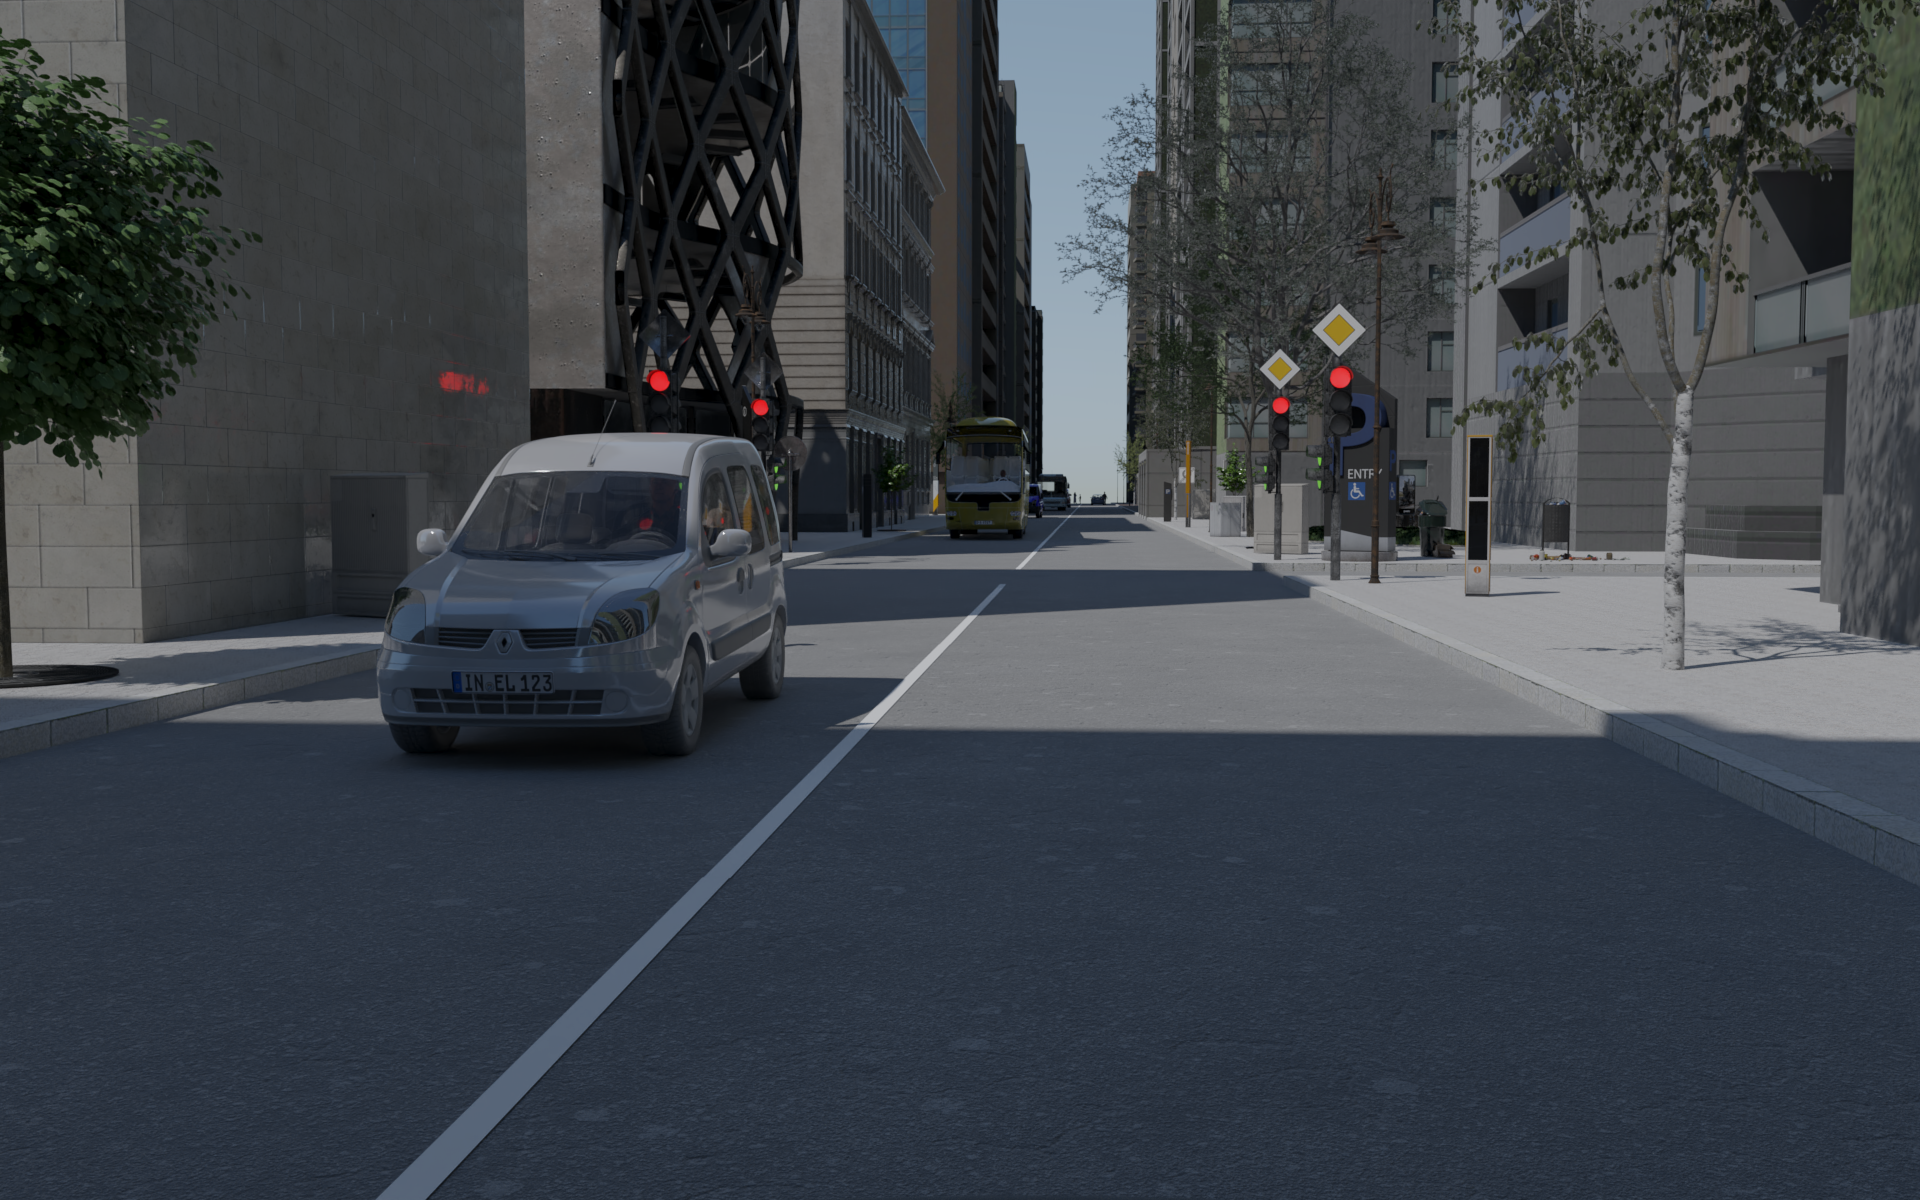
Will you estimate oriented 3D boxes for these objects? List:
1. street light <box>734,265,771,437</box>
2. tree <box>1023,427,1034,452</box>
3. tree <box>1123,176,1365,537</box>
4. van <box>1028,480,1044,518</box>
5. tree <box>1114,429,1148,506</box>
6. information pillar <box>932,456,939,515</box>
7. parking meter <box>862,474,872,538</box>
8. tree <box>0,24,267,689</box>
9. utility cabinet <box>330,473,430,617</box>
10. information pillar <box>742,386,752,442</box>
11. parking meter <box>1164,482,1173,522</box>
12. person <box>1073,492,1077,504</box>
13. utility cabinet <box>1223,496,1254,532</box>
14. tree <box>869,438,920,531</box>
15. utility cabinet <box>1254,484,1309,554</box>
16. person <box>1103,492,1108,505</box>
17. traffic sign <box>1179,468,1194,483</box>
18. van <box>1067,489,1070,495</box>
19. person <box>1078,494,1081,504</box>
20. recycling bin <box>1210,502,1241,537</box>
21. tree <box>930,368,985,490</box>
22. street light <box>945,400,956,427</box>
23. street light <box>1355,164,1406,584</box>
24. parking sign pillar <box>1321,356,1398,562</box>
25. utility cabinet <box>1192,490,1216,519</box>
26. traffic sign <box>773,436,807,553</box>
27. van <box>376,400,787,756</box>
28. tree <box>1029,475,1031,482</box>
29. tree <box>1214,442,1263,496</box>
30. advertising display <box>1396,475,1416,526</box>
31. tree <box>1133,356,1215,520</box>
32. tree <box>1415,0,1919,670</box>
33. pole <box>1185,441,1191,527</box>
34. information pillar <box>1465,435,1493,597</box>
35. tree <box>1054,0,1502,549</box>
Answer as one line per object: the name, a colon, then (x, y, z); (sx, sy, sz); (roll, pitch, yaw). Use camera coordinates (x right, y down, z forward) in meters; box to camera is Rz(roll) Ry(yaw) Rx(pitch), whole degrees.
street light: (-4.188, -3.814, 35.143); (0.468, 5.910, 1.993); (0, 4, 4)
tree: (5.956, -14.424, 186.198); (4.737, 8.622, 4.395); (0, 3, 0)
tree: (8.356, -7.154, 51.381); (7.601, 10.594, 8.767); (-1, 4, -14)
van: (3.970, -6.113, 104.335); (2.240, 2.365, 5.245); (0, 4, 5)
tree: (19.274, -14.877, 193.605); (4.737, 8.622, 4.395); (0, 3, 0)
information pillar: (-1.480, -7.045, 106.546); (0.183, 3.616, 0.504); (-3, 4, -37)
parking meter: (-2.746, -2.775, 51.087); (0.255, 1.863, 0.399); (-1, 4, -11)
tree: (-6.555, -1.725, 11.918); (4.285, 4.588, 4.351); (0, 3, 0)
utility cabinet: (-6.032, -0.569, 17.983); (1.173, 1.500, 0.318); (2, 4, 32)
information pillar: (-4.564, -2.813, 37.340); (0.183, 3.616, 0.504); (-2, 4, -28)
parking meter: (9.612, -4.543, 79.994); (0.399, 1.863, 0.255); (0, 4, 8)
person: (17.358, -15.425, 261.366); (0.621, 1.740, 0.551); (3, 4, 38)
utility cabinet: (9.550, -2.945, 59.319); (1.020, 1.237, 0.306); (2, 4, 26)
tree: (-2.363, -3.979, 59.651); (1.663, 3.219, 1.824); (0, 3, 0)
utility cabinet: (6.858, -1.732, 37.004); (1.173, 1.500, 0.318); (3, 5, 42)
person: (18.790, -13.199, 224.851); (0.434, 1.755, 0.990); (-3, 5, -43)
traffic sign: (8.772, -3.970, 67.035); (0.606, 2.300, 0.079); (1, 4, 8)
van: (12.231, -12.473, 208.321); (2.240, 2.365, 5.245); (0, 4, 6)
person: (17.123, -14.401, 247.214); (0.557, 1.426, 1.065); (-1, 4, -17)
recycling bin: (7.971, -2.413, 52.009); (0.722, 1.027, 0.722); (-1, 4, -17)
tree: (-0.649, -9.153, 100.021); (4.737, 8.622, 4.395); (0, 3, 0)
street light: (-0.460, -6.889, 85.424); (0.468, 5.910, 1.993); (0, 4, 4)
street light: (5.955, -3.175, 24.699); (0.468, 5.910, 1.993); (0, 4, 4)
parking sign pillar: (7.720, -2.745, 33.357); (1.447, 3.967, 1.447); (2, 4, 35)
utility cabinet: (12.255, -4.790, 86.998); (1.173, 1.500, 0.318); (0, 4, -3)
traffic sign: (-3.721, -2.313, 37.930); (0.768, 2.556, 0.104); (1, 4, 10)
van: (-2.185, -0.234, 10.838); (2.013, 2.044, 4.112); (0, 4, 4)
tree: (5.700, -11.891, 178.135); (4.285, 4.588, 4.351); (0, 3, 0)
tree: (10.144, -4.263, 64.298); (1.663, 3.219, 1.824); (0, 3, 0)
advertising display: (14.772, -3.194, 57.434); (0.974, 1.923, 0.123); (-3, 5, -42)
tree: (10.684, -8.274, 85.641); (4.360, 8.622, 3.978); (0, 3, 0)
tree: (5.278, -3.810, 12.648); (4.360, 8.622, 3.978); (0, 3, 0)
pole: (8.765, -4.442, 66.467); (0.158, 3.312, 0.155); (0, 3, 0)
information pillar: (6.498, -1.052, 21.688); (0.304, 2.012, 0.304); (1, 4, 19)
tree: (7.316, -7.924, 39.921); (12.009, 13.543, 11.850); (0, 3, 0)
